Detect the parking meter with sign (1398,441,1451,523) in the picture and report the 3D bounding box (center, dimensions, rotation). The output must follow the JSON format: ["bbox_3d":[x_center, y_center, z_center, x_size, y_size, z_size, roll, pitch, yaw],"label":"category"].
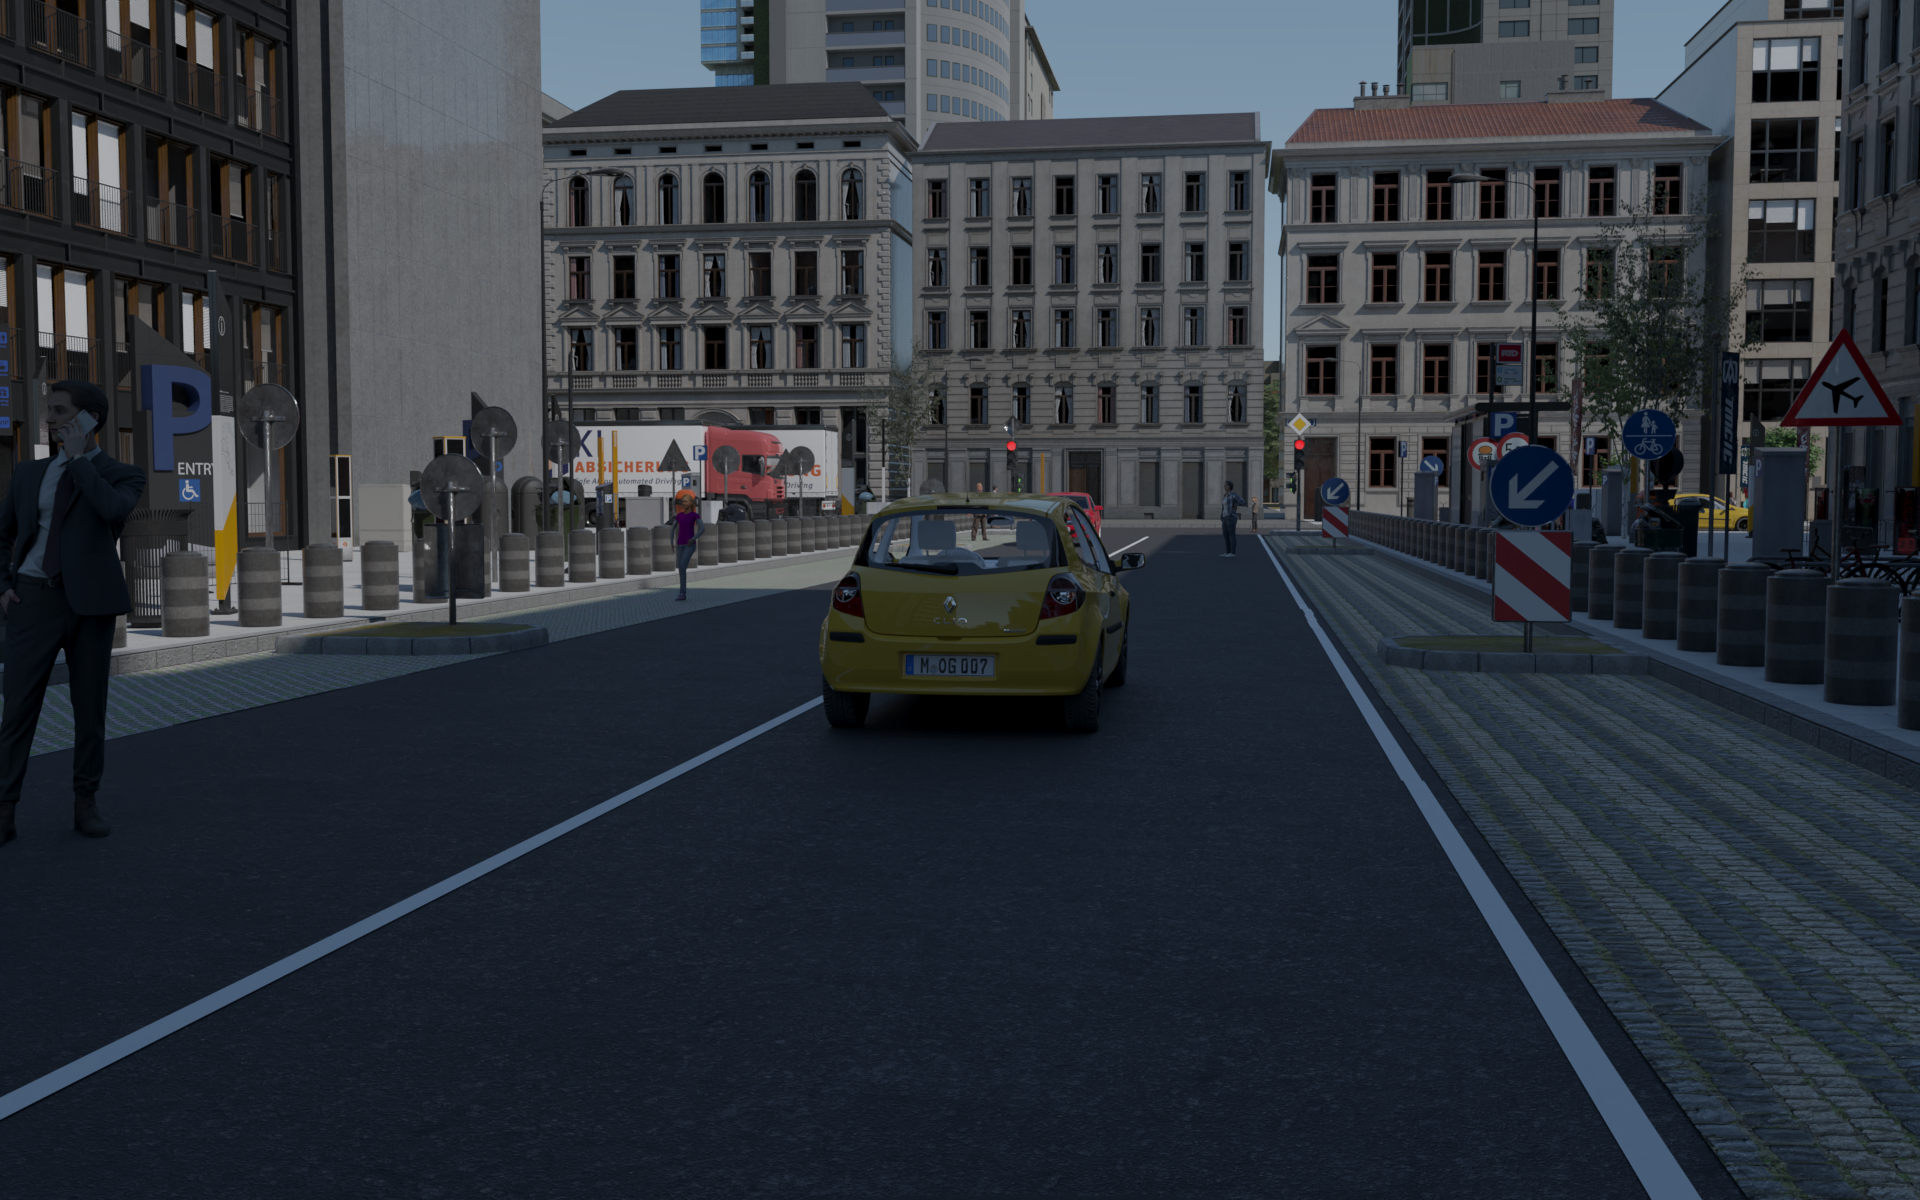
[{"bbox_3d":[15.124,-3.665,56.176,1.738,3.016,0.543,3,4,37],"label":"parking meter with sign"}]

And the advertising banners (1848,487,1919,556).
[{"bbox_3d":[19.691,-2.437,36.033,2.074,3.025,0.090,1,4,20],"label":"advertising banners"}]

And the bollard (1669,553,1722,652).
[{"bbox_3d":[6.100,0.032,14.199,0.404,0.777,0.398,0,3,0],"label":"bollard"}]

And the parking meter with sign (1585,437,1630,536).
[{"bbox_3d":[20.019,-3.463,52.874,1.738,3.016,0.543,-1,4,-9],"label":"parking meter with sign"}]

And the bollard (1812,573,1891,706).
[{"bbox_3d":[5.536,0.249,10.638,0.404,0.777,0.398,0,3,0],"label":"bollard"}]

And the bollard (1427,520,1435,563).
[{"bbox_3d":[8.921,-1.062,32.079,0.404,0.777,0.398,0,3,0],"label":"bollard"}]

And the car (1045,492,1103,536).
[{"bbox_3d":[2.969,-2.419,48.591,2.155,1.783,4.494,0,4,8],"label":"car"}]

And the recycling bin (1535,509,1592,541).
[{"bbox_3d":[9.939,-0.979,28.556,0.722,1.027,0.722,0,4,1],"label":"recycling bin"}]

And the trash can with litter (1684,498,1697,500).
[{"bbox_3d":[18.654,-2.016,44.342,0.624,1.170,1.055,2,4,33],"label":"trash can with litter"}]

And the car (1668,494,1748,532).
[{"bbox_3d":[27.521,-3.289,64.004,3.980,1.641,2.015,0,4,8],"label":"car"}]

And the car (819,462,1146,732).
[{"bbox_3d":[0.241,-0.106,11.956,2.015,1.641,3.980,1,4,9],"label":"car"}]

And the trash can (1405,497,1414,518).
[{"bbox_3d":[21.306,-4.267,81.412,0.748,1.137,0.748,0,3,0],"label":"trash can"}]

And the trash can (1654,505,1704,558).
[{"bbox_3d":[9.490,-0.698,23.059,0.748,1.137,0.748,0,3,0],"label":"trash can"}]

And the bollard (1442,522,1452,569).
[{"bbox_3d":[8.538,-0.915,29.680,0.404,0.777,0.398,0,3,0],"label":"bollard"}]

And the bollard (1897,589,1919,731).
[{"bbox_3d":[5.350,0.322,9.447,0.404,0.777,0.398,0,3,0],"label":"bollard"}]

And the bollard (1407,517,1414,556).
[{"bbox_3d":[9.481,-1.280,35.640,0.404,0.777,0.398,0,3,0],"label":"bollard"}]

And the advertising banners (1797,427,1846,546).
[{"bbox_3d":[21.182,-2.833,42.515,0.090,3.025,2.074,-1,4,-11],"label":"advertising banners"}]

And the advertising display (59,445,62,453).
[{"bbox_3d":[-11.399,-1.047,22.326,0.123,1.923,0.974,-3,5,-41],"label":"advertising display"}]

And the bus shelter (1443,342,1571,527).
[{"bbox_3d":[13.448,-4.033,43.571,2.179,5.291,8.768,1,4,9],"label":"bus shelter"}]

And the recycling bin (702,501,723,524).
[{"bbox_3d":[-9.175,-3.112,63.431,0.722,1.027,0.722,2,4,27],"label":"recycling bin"}]

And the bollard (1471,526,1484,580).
[{"bbox_3d":[7.978,-0.696,26.093,0.404,0.777,0.398,0,3,0],"label":"bollard"}]

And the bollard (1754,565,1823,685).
[{"bbox_3d":[5.721,0.177,11.825,0.404,0.777,0.398,0,3,0],"label":"bollard"}]

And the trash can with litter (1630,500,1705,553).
[{"bbox_3d":[9.122,-0.651,22.033,1.055,1.170,0.624,1,4,9],"label":"trash can with litter"}]

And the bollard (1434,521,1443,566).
[{"bbox_3d":[8.728,-0.988,30.867,0.404,0.777,0.398,0,3,0],"label":"bollard"}]

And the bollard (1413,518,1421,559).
[{"bbox_3d":[9.300,-1.207,34.452,0.404,0.777,0.398,0,3,0],"label":"bollard"}]

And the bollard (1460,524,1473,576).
[{"bbox_3d":[8.162,-0.769,27.285,0.404,0.777,0.398,0,3,0],"label":"bollard"}]

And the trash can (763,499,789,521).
[{"bbox_3d":[-5.131,-2.256,48.534,0.748,1.137,0.748,0,3,0],"label":"trash can"}]

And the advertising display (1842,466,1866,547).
[{"bbox_3d":[20.454,-2.105,39.630,0.974,1.923,0.123,-3,5,-42],"label":"advertising display"}]

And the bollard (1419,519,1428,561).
[{"bbox_3d":[9.105,-1.135,33.266,0.404,0.777,0.398,0,3,0],"label":"bollard"}]

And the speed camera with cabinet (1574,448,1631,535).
[{"bbox_3d":[20.370,-3.695,54.747,0.660,3.252,2.038,-2,4,-26],"label":"speed camera with cabinet"}]

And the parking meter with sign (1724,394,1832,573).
[{"bbox_3d":[13.344,-1.951,28.156,1.738,3.016,0.543,0,4,5],"label":"parking meter with sign"}]

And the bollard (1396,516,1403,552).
[{"bbox_3d":[9.864,-1.426,38.028,0.404,0.777,0.398,0,3,0],"label":"bollard"}]

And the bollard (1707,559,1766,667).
[{"bbox_3d":[5.909,0.104,13.012,0.404,0.777,0.398,0,3,0],"label":"bollard"}]

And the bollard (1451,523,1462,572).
[{"bbox_3d":[8.349,-0.842,28.485,0.404,0.777,0.398,0,3,0],"label":"bollard"}]

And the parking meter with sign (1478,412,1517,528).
[{"bbox_3d":[11.611,-2.533,37.680,0.543,3.016,1.738,0,4,5],"label":"parking meter with sign"}]

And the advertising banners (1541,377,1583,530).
[{"bbox_3d":[9.316,-1.877,26.881,0.090,3.025,2.074,0,4,4],"label":"advertising banners"}]

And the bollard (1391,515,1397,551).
[{"bbox_3d":[10.043,-1.499,39.222,0.404,0.777,0.398,0,3,0],"label":"bollard"}]

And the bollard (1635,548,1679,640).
[{"bbox_3d":[6.284,-0.041,15.386,0.404,0.777,0.398,0,3,0],"label":"bollard"}]

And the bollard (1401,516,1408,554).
[{"bbox_3d":[9.670,-1.352,36.827,0.404,0.777,0.398,0,3,0],"label":"bollard"}]

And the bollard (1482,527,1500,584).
[{"bbox_3d":[7.788,-0.623,24.907,0.404,0.777,0.398,0,3,0],"label":"bollard"}]

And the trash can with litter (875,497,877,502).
[{"bbox_3d":[-4.476,-4.389,83.146,1.055,1.170,0.624,2,4,24],"label":"trash can with litter"}]

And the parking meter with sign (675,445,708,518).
[{"bbox_3d":[-9.528,-3.965,61.087,0.543,3.016,1.738,1,4,19],"label":"parking meter with sign"}]

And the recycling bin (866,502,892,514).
[{"bbox_3d":[-2.427,-2.472,52.963,0.722,1.027,0.722,1,4,13],"label":"recycling bin"}]

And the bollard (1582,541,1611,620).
[{"bbox_3d":[6.661,-0.186,17.760,0.404,0.777,0.398,0,3,0],"label":"bollard"}]

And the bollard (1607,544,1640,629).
[{"bbox_3d":[6.473,-0.114,16.573,0.404,0.777,0.398,0,3,0],"label":"bollard"}]

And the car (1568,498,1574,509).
[{"bbox_3d":[20.532,-3.028,62.094,3.894,1.354,1.945,1,4,10],"label":"car"}]

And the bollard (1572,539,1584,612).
[{"bbox_3d":[6.845,-0.259,18.947,0.404,0.777,0.398,0,3,0],"label":"bollard"}]
